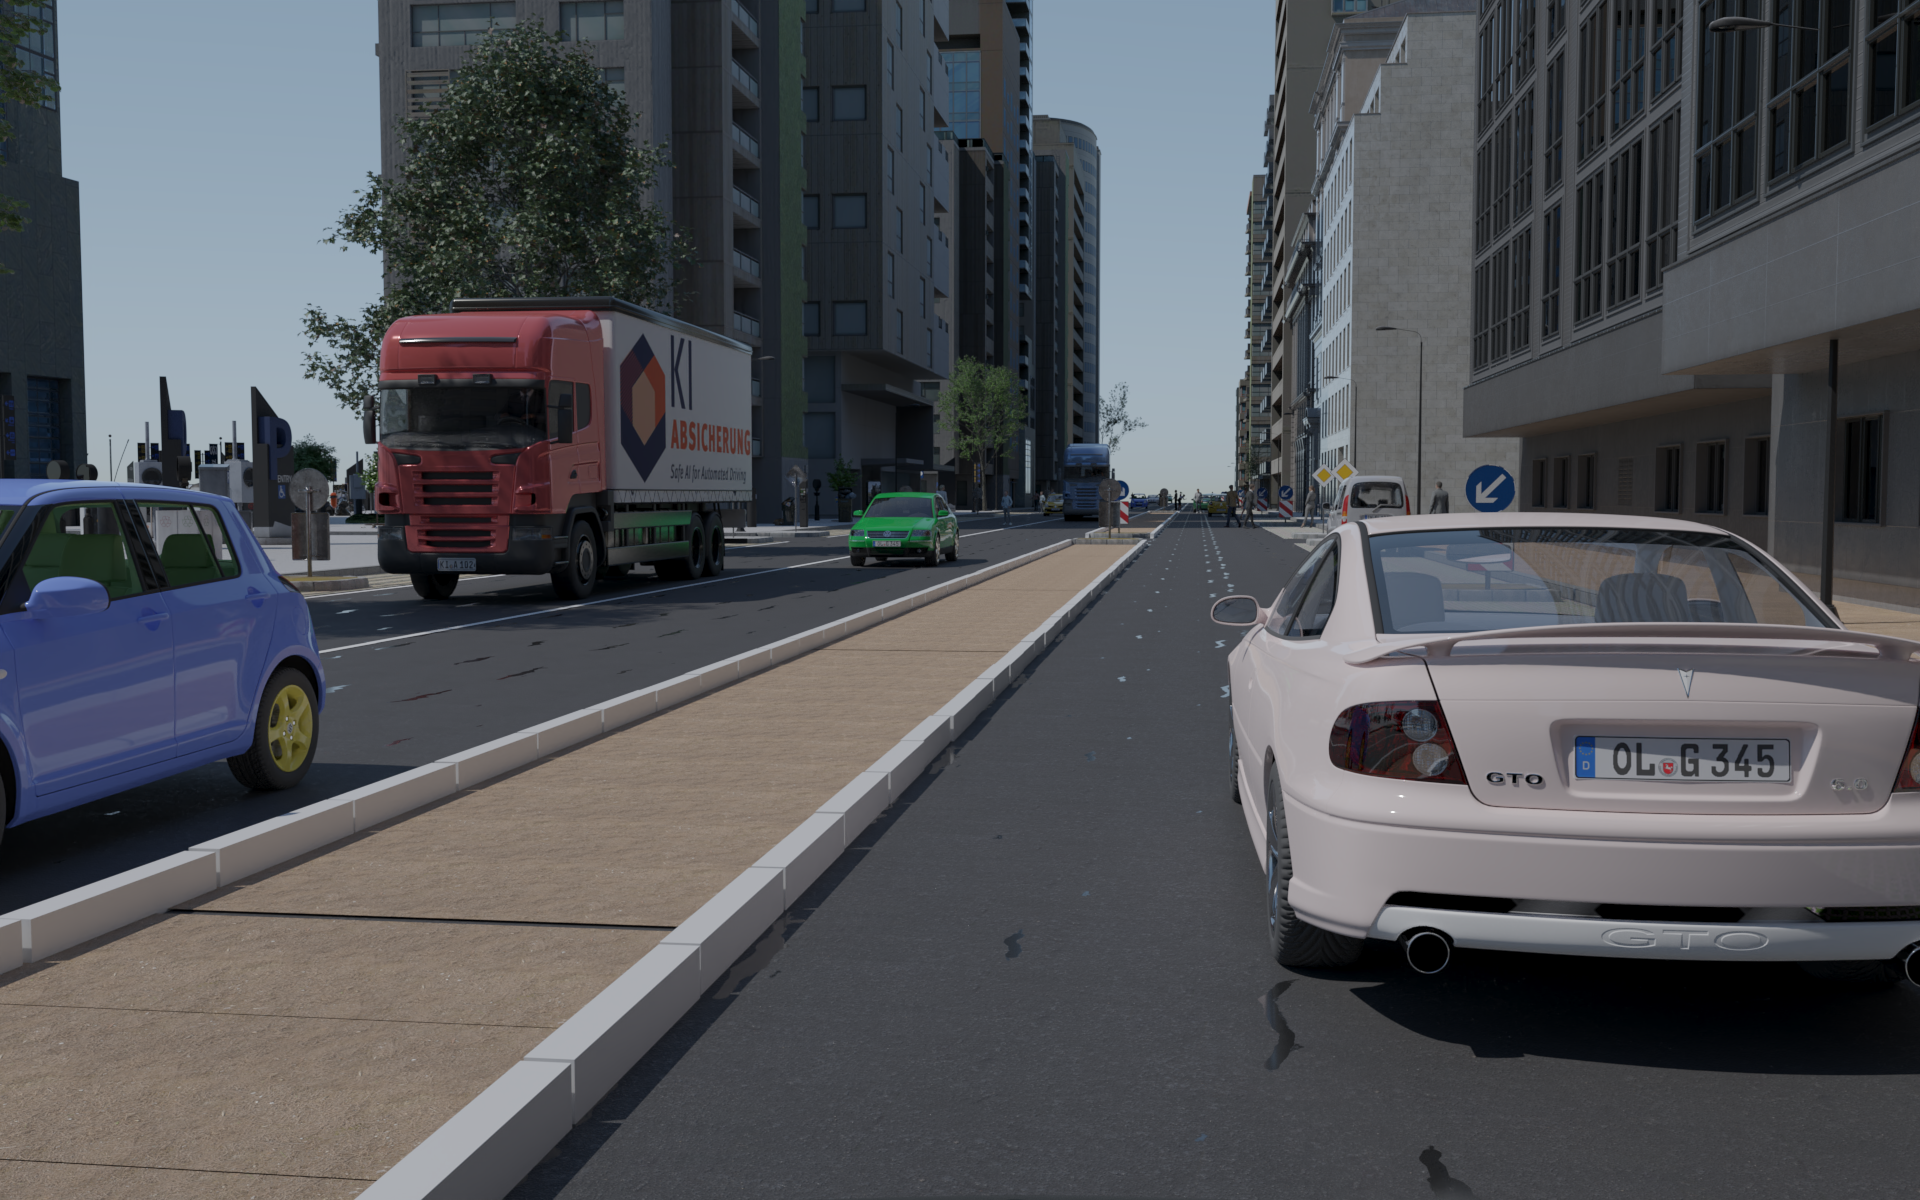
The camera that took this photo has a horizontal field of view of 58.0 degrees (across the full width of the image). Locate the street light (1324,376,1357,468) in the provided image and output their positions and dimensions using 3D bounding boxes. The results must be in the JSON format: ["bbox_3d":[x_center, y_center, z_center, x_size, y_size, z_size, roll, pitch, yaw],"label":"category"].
[{"bbox_3d":[14.995,-5.846,68.126,1.470,5.913,1.316,0,4,8],"label":"street light"}]

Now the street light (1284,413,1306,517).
[{"bbox_3d":[19.177,-7.732,98.953,1.470,5.913,1.316,0,4,8],"label":"street light"}]

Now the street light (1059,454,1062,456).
[{"bbox_3d":[11.780,-13.703,196.585,1.470,5.913,1.316,0,4,8],"label":"street light"}]

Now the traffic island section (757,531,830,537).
[{"bbox_3d":[-5.586,-2.230,58.746,2.009,0.180,2.903,0,4,8],"label":"traffic island section"}]

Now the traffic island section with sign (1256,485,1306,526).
[{"bbox_3d":[14.392,-4.200,77.299,1.989,1.847,2.006,0,4,8],"label":"traffic island section with sign"}]

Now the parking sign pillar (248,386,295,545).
[{"bbox_3d":[-17.432,-3.395,43.984,1.447,3.967,1.447,0,4,7],"label":"parking sign pillar"}]

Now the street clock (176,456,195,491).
[{"bbox_3d":[-14.834,-1.748,33.153,0.358,2.002,0.471,-2,4,-30],"label":"street clock"}]

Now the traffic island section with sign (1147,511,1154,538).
[{"bbox_3d":[5.265,-2.984,56.917,2.006,1.907,1.989,0,4,8],"label":"traffic island section with sign"}]

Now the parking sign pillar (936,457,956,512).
[{"bbox_3d":[-1.027,-8.355,125.084,1.447,3.967,1.447,-1,4,-17],"label":"parking sign pillar"}]

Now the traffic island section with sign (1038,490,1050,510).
[{"bbox_3d":[7.942,-9.100,157.410,1.989,1.847,2.006,0,4,8],"label":"traffic island section with sign"}]

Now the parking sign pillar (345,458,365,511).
[{"bbox_3d":[-45.500,-8.663,130.119,1.447,3.967,1.447,-3,5,-43],"label":"parking sign pillar"}]

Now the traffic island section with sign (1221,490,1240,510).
[{"bbox_3d":[28.736,-10.601,181.951,1.989,1.847,2.006,0,4,8],"label":"traffic island section with sign"}]

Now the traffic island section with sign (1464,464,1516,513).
[{"bbox_3d":[7.061,-0.932,23.866,1.989,1.847,2.006,0,4,8],"label":"traffic island section with sign"}]

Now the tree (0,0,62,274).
[{"bbox_3d":[-13.659,-6.108,17.999,7.486,12.596,7.792,0,3,0],"label":"tree"}]

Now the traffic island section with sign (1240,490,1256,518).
[{"bbox_3d":[18.213,-5.906,105.196,1.989,1.847,2.006,0,4,8],"label":"traffic island section with sign"}]

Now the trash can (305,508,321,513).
[{"bbox_3d":[-25.726,-3.497,68.823,0.748,1.137,0.748,0,3,0],"label":"trash can"}]

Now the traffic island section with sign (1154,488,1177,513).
[{"bbox_3d":[15.459,-7.537,131.364,2.006,1.907,1.989,0,4,8],"label":"traffic island section with sign"}]

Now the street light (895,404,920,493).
[{"bbox_3d":[-2.771,-7.154,89.515,1.470,5.913,1.316,0,4,8],"label":"street light"}]

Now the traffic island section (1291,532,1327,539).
[{"bbox_3d":[11.842,-2.084,56.361,2.009,0.180,2.903,0,4,8],"label":"traffic island section"}]

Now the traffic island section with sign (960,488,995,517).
[{"bbox_3d":[1.111,-6.049,107.531,1.989,1.847,2.006,0,4,8],"label":"traffic island section with sign"}]

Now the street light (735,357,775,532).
[{"bbox_3d":[-6.932,-5.269,58.685,1.470,5.913,1.316,0,4,8],"label":"street light"}]

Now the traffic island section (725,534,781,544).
[{"bbox_3d":[-6.671,-1.746,50.834,2.009,0.180,2.903,0,4,8],"label":"traffic island section"}]

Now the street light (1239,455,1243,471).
[{"bbox_3d":[33.865,-14.301,206.357,1.470,5.913,1.316,0,4,8],"label":"street light"}]

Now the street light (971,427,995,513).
[{"bbox_3d":[1.478,-9.039,120.333,1.470,5.913,1.316,0,4,8],"label":"street light"}]

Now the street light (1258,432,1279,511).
[{"bbox_3d":[23.320,-9.617,129.785,1.470,5.913,1.316,0,4,8],"label":"street light"}]

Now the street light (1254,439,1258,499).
[{"bbox_3d":[25.403,-10.531,144.716,1.470,5.913,1.316,0,4,8],"label":"street light"}]

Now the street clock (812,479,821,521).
[{"bbox_3d":[-6.906,-4.835,83.626,0.358,2.002,0.471,-2,4,-35],"label":"street clock"}]

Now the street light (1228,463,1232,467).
[{"bbox_3d":[40.873,-17.394,256.932,1.470,5.913,1.316,0,4,8],"label":"street light"}]

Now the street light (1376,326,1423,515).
[{"bbox_3d":[12.188,-4.614,47.984,1.470,5.913,1.316,0,4,8],"label":"street light"}]

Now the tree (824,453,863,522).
[{"bbox_3d":[-5.621,-5.301,81.280,1.663,3.219,1.824,0,3,0],"label":"tree"}]

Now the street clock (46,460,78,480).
[{"bbox_3d":[-19.383,-2.000,37.267,0.471,2.002,0.358,2,4,26],"label":"street clock"}]

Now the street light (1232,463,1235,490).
[{"bbox_3d":[36.613,-15.509,226.115,1.470,5.913,1.316,0,4,8],"label":"street light"}]

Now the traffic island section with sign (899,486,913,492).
[{"bbox_3d":[-2.553,-4.416,80.825,1.989,1.847,2.006,0,4,8],"label":"traffic island section with sign"}]

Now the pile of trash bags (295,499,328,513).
[{"bbox_3d":[-34.748,-4.870,89.381,3.447,1.369,1.912,2,4,26],"label":"pile of trash bags"}]

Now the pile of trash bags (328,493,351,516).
[{"bbox_3d":[-36.985,-5.656,102.231,1.912,1.369,3.447,-1,4,-20],"label":"pile of trash bags"}]

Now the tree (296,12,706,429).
[{"bbox_3d":[-10.500,-7.639,41.901,9.611,12.733,9.660,0,3,0],"label":"tree"}]

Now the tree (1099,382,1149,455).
[{"bbox_3d":[25.311,-26.589,290.618,12.611,20.169,13.585,0,3,0],"label":"tree"}]

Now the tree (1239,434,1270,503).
[{"bbox_3d":[36.420,-16.139,214.231,4.360,8.622,3.978,0,3,0],"label":"tree"}]

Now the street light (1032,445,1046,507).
[{"bbox_3d":[7.524,-11.801,165.487,1.470,5.913,1.316,0,4,8],"label":"street light"}]

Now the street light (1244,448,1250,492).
[{"bbox_3d":[29.674,-12.415,175.531,1.470,5.913,1.316,0,4,8],"label":"street light"}]

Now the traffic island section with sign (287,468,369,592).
[{"bbox_3d":[-10.063,-1.066,26.055,1.989,1.847,2.006,0,4,8],"label":"traffic island section with sign"}]

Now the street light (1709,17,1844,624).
[{"bbox_3d":[8.004,-2.718,16.985,1.470,5.913,1.316,0,4,8],"label":"street light"}]

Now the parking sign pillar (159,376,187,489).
[{"bbox_3d":[-18.305,-3.173,40.343,1.447,3.967,1.447,-1,4,-19],"label":"parking sign pillar"}]

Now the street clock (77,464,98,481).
[{"bbox_3d":[-20.857,-2.254,41.423,0.471,2.002,0.358,1,4,21],"label":"street clock"}]

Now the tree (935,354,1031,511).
[{"bbox_3d":[1.691,-12.477,129.759,9.928,11.665,9.643,0,3,0],"label":"tree"}]

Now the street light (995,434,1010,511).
[{"bbox_3d":[3.381,-9.915,134.655,1.470,5.913,1.316,0,4,8],"label":"street light"}]

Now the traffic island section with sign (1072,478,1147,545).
[{"bbox_3d":[4.249,-2.535,49.580,2.006,1.907,1.989,0,4,8],"label":"traffic island section with sign"}]

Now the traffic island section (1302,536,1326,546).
[{"bbox_3d":[10.758,-1.601,48.450,2.009,0.180,2.903,0,4,8],"label":"traffic island section"}]
